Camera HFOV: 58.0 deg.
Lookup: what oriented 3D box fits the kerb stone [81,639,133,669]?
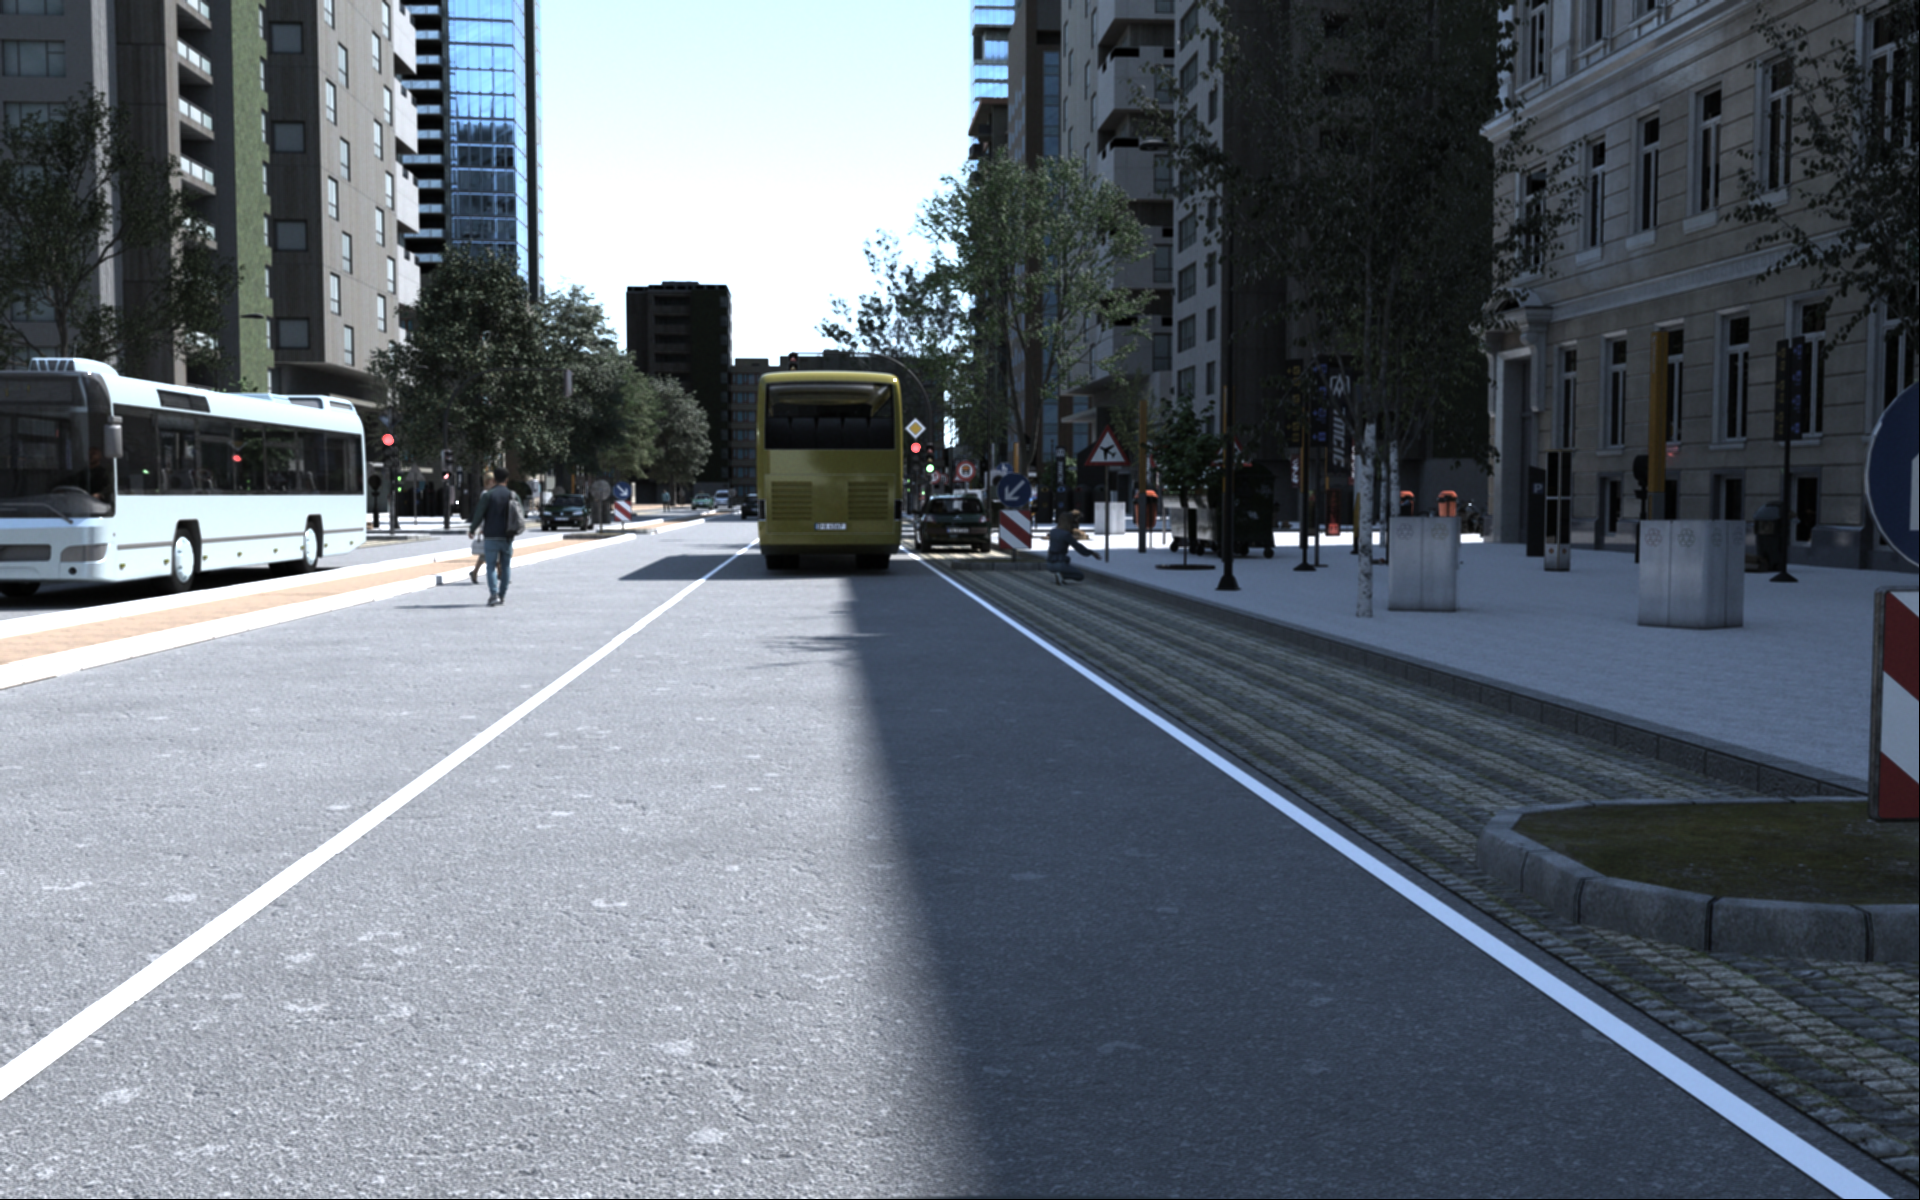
[{"bbox_3d":[-7.256,0.464,14.603,0.120,0.150,1.000,0,4,-5],"label":"kerb stone"}]

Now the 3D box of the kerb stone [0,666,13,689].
[{"bbox_3d":[-7.087,0.597,12.549,0.120,0.150,1.000,0,4,-5],"label":"kerb stone"}]

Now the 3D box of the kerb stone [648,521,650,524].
[{"bbox_3d":[-14.613,-3.557,80.358,0.120,0.150,1.000,0,4,-5],"label":"kerb stone"}]

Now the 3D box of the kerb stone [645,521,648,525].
[{"bbox_3d":[-14.534,-3.494,79.333,0.120,0.150,1.000,0,4,-5],"label":"kerb stone"}]

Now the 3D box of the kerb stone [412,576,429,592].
[{"bbox_3d":[-8.142,-0.217,25.857,0.120,0.150,1.000,0,4,-5],"label":"kerb stone"}]

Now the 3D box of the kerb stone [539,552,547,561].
[{"bbox_3d":[-9.050,-0.911,37.086,0.120,0.150,1.000,0,4,-5],"label":"kerb stone"}]

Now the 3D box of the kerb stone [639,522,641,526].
[{"bbox_3d":[-14.289,-3.308,76.275,0.120,0.150,1.000,0,4,-5],"label":"kerb stone"}]

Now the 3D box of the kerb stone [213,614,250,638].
[{"bbox_3d":[-7.500,0.278,17.675,0.120,0.150,1.000,0,4,-5],"label":"kerb stone"}]

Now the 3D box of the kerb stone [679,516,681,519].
[{"bbox_3d":[-16.001,-4.619,97.717,0.120,0.150,1.000,0,4,-5],"label":"kerb stone"}]

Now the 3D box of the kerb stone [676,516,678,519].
[{"bbox_3d":[-15.841,-4.490,95.670,0.120,0.150,1.000,0,4,-5],"label":"kerb stone"}]

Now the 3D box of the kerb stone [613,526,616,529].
[{"bbox_3d":[-13.556,-2.746,67.087,0.120,0.150,1.000,0,4,-5],"label":"kerb stone"}]

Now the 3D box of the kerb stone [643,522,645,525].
[{"bbox_3d":[-14.450,-3.430,78.313,0.120,0.150,1.000,0,4,-5],"label":"kerb stone"}]

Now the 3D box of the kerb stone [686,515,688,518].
[{"bbox_3d":[-16.411,-4.932,102.831,0.120,0.150,1.000,0,4,-5],"label":"kerb stone"}]

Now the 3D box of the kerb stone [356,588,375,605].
[{"bbox_3d":[-7.915,-0.031,22.787,0.120,0.150,1.000,0,4,-5],"label":"kerb stone"}]

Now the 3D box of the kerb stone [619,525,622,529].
[{"bbox_3d":[-13.723,-2.871,69.129,0.120,0.150,1.000,0,4,-5],"label":"kerb stone"}]

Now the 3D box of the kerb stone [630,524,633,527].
[{"bbox_3d":[-14.045,-3.121,73.216,0.120,0.150,1.000,0,4,-5],"label":"kerb stone"}]

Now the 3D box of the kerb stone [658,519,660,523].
[{"bbox_3d":[-15.018,-3.870,85.464,0.120,0.150,1.000,0,4,-5],"label":"kerb stone"}]

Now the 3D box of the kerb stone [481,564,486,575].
[{"bbox_3d":[-8.563,-0.537,30.969,0.120,0.150,1.000,0,4,-5],"label":"kerb stone"}]

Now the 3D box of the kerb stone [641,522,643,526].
[{"bbox_3d":[-14.360,-3.370,77.295,0.120,0.150,1.000,0,4,-5],"label":"kerb stone"}]

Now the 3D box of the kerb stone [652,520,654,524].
[{"bbox_3d":[-14.778,-3.680,82.404,0.120,0.150,1.000,0,4,-5],"label":"kerb stone"}]

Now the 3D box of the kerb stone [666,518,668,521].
[{"bbox_3d":[-15.347,-4.119,89.540,0.120,0.150,1.000,0,4,-5],"label":"kerb stone"}]

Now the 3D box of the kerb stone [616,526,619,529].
[{"bbox_3d":[-13.638,-2.803,68.109,0.120,0.150,1.000,0,4,-5],"label":"kerb stone"}]

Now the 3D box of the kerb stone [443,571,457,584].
[{"bbox_3d":[-8.319,-0.343,27.904,0.120,0.150,1.000,0,4,-5],"label":"kerb stone"}]

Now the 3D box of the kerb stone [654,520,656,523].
[{"bbox_3d":[-14.852,-3.743,83.424,0.120,0.150,1.000,0,4,-5],"label":"kerb stone"}]

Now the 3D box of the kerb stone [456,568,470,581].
[{"bbox_3d":[-8.396,-0.408,28.924,0.120,0.150,1.000,0,4,-5],"label":"kerb stone"}]

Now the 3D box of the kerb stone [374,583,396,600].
[{"bbox_3d":[-7.980,-0.099,23.809,0.120,0.150,1.000,0,4,-5],"label":"kerb stone"}]

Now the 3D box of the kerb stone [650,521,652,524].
[{"bbox_3d":[-14.695,-3.620,81.385,0.120,0.150,1.000,0,4,-5],"label":"kerb stone"}]

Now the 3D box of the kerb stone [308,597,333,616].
[{"bbox_3d":[-7.745,0.098,20.734,0.120,0.150,1.000,0,4,-5],"label":"kerb stone"}]

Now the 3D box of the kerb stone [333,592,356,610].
[{"bbox_3d":[-7.825,0.031,21.768,0.120,0.150,1.000,0,4,-5],"label":"kerb stone"}]

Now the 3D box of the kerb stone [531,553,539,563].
[{"bbox_3d":[-8.959,-0.848,36.068,0.120,0.150,1.000,0,4,-5],"label":"kerb stone"}]

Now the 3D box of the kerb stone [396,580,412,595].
[{"bbox_3d":[-8.068,-0.161,24.836,0.120,0.150,1.000,0,4,-5],"label":"kerb stone"}]

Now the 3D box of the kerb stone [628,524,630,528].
[{"bbox_3d":[-13.966,-3.058,72.195,0.120,0.150,1.000,0,4,-5],"label":"kerb stone"}]

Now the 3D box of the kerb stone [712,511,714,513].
[{"bbox_3d":[-18.361,-6.428,127.330,0.120,0.150,1.000,0,4,-5],"label":"kerb stone"}]

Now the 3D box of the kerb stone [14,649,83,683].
[{"bbox_3d":[-7.171,0.527,13.576,0.120,0.150,1.000,0,4,-5],"label":"kerb stone"}]

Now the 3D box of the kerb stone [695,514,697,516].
[{"bbox_3d":[-16.981,-5.369,109.978,0.120,0.150,1.000,0,4,-5],"label":"kerb stone"}]

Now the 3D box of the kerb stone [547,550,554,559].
[{"bbox_3d":[-9.136,-0.971,38.115,0.120,0.150,1.000,0,4,-5],"label":"kerb stone"}]

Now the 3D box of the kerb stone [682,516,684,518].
[{"bbox_3d":[-16.154,-4.743,99.770,0.120,0.150,1.000,0,4,-5],"label":"kerb stone"}]

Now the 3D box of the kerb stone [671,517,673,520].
[{"bbox_3d":[-15.594,-4.307,92.613,0.120,0.150,1.000,0,4,-5],"label":"kerb stone"}]

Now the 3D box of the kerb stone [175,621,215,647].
[{"bbox_3d":[-7.423,0.339,16.647,0.120,0.150,1.000,0,4,-5],"label":"kerb stone"}]

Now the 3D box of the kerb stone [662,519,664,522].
[{"bbox_3d":[-15.186,-3.994,87.502,0.120,0.150,1.000,0,4,-5],"label":"kerb stone"}]

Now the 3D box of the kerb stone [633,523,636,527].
[{"bbox_3d":[-14.128,-3.183,74.235,0.120,0.150,1.000,0,4,-5],"label":"kerb stone"}]

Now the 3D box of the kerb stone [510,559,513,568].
[{"bbox_3d":[-8.724,-0.660,33.011,0.120,0.150,1.000,0,4,-5],"label":"kerb stone"}]

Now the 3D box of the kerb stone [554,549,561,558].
[{"bbox_3d":[-9.208,-1.033,39.147,0.120,0.150,1.000,0,4,-5],"label":"kerb stone"}]

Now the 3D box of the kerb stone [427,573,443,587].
[{"bbox_3d":[-8.239,-0.287,26.883,0.120,0.150,1.000,0,4,-5],"label":"kerb stone"}]

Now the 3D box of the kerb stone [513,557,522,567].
[{"bbox_3d":[-8.813,-0.721,34.030,0.120,0.150,1.000,0,4,-5],"label":"kerb stone"}]

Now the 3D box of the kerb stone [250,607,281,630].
[{"bbox_3d":[-7.579,0.215,18.696,0.120,0.150,1.000,0,4,-5],"label":"kerb stone"}]

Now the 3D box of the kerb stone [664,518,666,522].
[{"bbox_3d":[-15.262,-4.057,88.522,0.120,0.150,1.000,0,4,-5],"label":"kerb stone"}]

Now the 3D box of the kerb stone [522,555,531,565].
[{"bbox_3d":[-8.885,-0.784,35.049,0.120,0.150,1.000,0,4,-5],"label":"kerb stone"}]

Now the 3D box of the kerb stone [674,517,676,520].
[{"bbox_3d":[-15.758,-4.432,94.651,0.120,0.150,1.000,0,4,-5],"label":"kerb stone"}]

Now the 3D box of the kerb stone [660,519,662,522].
[{"bbox_3d":[-15.095,-3.932,86.484,0.120,0.150,1.000,0,4,-5],"label":"kerb stone"}]

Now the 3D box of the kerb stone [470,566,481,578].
[{"bbox_3d":[-8.482,-0.473,29.950,0.120,0.150,1.000,0,4,-5],"label":"kerb stone"}]

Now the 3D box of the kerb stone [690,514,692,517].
[{"bbox_3d":[-16.654,-5.117,105.897,0.120,0.150,1.000,0,4,-5],"label":"kerb stone"}]

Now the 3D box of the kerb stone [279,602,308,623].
[{"bbox_3d":[-7.660,0.152,19.715,0.120,0.150,1.000,0,4,-5],"label":"kerb stone"}]

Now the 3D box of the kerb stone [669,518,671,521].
[{"bbox_3d":[-15.514,-4.240,91.586,0.120,0.150,1.000,0,4,-5],"label":"kerb stone"}]

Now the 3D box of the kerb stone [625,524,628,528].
[{"bbox_3d":[-13.878,-2.996,71.174,0.120,0.150,1.000,0,4,-5],"label":"kerb stone"}]

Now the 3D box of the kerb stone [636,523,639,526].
[{"bbox_3d":[-14.193,-3.245,75.257,0.120,0.150,1.000,0,4,-5],"label":"kerb stone"}]

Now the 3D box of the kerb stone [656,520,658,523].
[{"bbox_3d":[-14.939,-3.807,84.442,0.120,0.150,1.000,0,4,-5],"label":"kerb stone"}]

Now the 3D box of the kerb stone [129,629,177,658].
[{"bbox_3d":[-7.338,0.402,15.626,0.120,0.150,1.000,0,4,-5],"label":"kerb stone"}]
